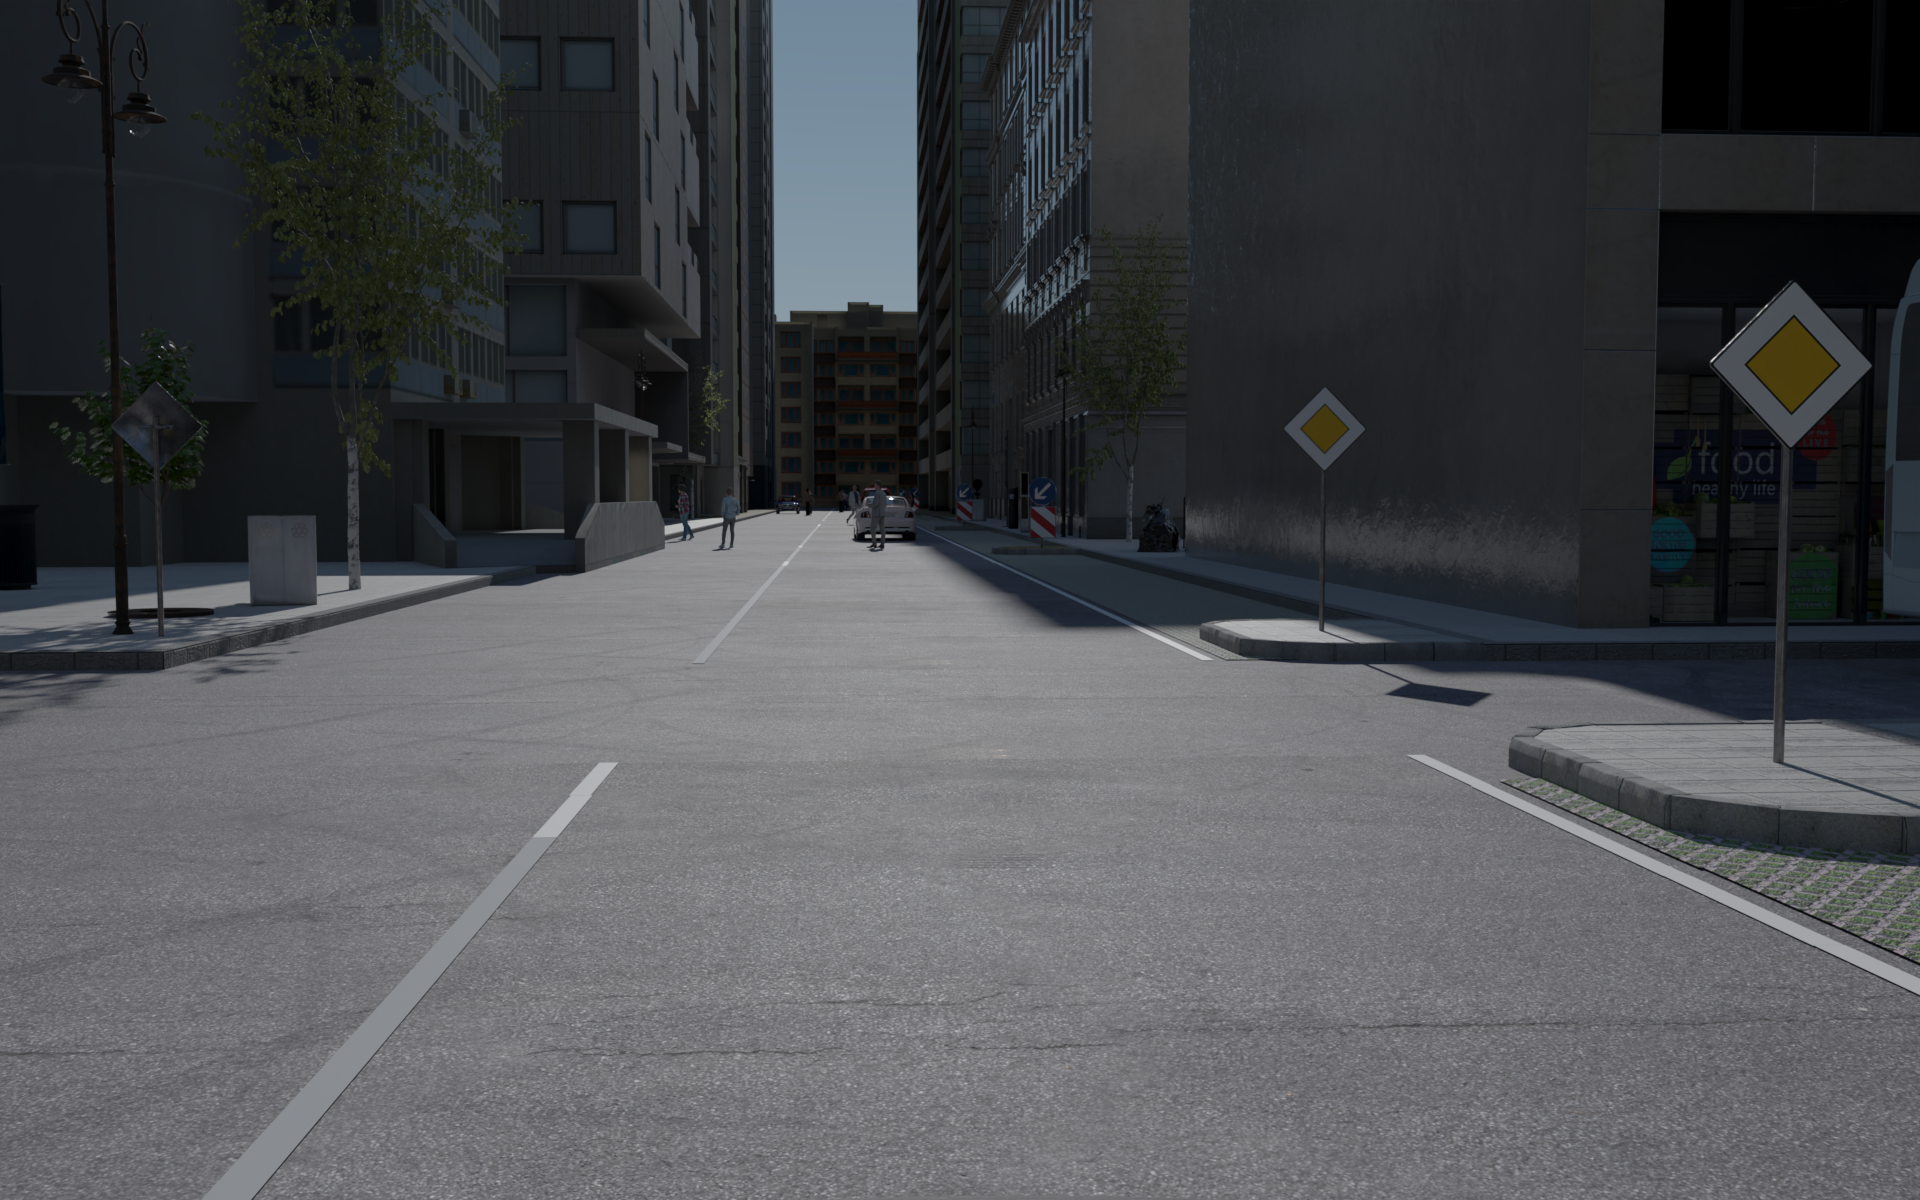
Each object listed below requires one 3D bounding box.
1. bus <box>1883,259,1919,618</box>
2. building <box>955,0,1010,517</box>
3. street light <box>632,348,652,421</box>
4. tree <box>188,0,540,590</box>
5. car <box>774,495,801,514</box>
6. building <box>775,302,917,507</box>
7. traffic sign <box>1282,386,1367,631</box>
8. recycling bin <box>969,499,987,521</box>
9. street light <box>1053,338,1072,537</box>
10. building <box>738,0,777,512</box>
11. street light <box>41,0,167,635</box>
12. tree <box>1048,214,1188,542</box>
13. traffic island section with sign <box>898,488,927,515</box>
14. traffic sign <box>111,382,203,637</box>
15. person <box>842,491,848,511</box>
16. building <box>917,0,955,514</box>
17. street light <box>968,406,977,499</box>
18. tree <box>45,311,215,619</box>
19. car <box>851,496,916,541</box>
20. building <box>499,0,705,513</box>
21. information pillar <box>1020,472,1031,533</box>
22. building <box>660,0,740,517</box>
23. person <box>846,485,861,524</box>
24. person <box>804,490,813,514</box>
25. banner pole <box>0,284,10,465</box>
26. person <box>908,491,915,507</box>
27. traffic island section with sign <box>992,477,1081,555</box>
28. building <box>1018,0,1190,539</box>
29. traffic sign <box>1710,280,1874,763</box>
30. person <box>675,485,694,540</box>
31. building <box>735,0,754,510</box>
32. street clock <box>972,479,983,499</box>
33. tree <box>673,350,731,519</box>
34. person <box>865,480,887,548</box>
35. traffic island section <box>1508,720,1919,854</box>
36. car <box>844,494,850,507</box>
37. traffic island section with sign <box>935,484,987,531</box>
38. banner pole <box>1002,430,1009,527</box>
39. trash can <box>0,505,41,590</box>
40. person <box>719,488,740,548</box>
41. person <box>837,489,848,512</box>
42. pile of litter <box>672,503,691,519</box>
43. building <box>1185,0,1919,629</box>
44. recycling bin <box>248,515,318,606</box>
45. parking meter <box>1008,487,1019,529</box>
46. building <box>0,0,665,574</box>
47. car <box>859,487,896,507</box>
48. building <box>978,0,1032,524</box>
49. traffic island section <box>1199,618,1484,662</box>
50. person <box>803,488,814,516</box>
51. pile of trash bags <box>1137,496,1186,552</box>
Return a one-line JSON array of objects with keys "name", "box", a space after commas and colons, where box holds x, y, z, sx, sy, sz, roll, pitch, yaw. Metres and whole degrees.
[{"name": "bus", "box": [14.007, -1.109, 12.996, 13.247, 3.499, 2.948, 0, 4, -5]}, {"name": "building", "box": [6.615, -25.562, 101.539, 14.154, 41.232, 14.086, 0, 4, -4]}, {"name": "street light", "box": [-10.113, -5.040, 55.184, 0.468, 5.910, 1.993, 0, 4, -4]}, {"name": "tree", "box": [-7.948, -4.454, 23.190, 4.737, 8.622, 4.395, 0, 3, 0]}, {"name": "car", "box": [-12.526, -6.944, 126.110, 1.945, 1.354, 3.894, 0, 4, -6]}, {"name": "building", "box": [-10.168, -20.966, 187.830, 28.899, 21.520, 27.650, 0, 4, -4]}, {"name": "traffic sign", "box": [3.390, -0.767, 16.188, 0.795, 2.450, 0.064, 0, 4, -4]}, {"name": "recycling bin", "box": [0.846, -4.248, 82.005, 0.722, 1.027, 0.722, 1, 4, 13]}, {"name": "street light", "box": [3.086, -4.810, 51.423, 0.468, 5.910, 1.993, 0, 4, -4]}, {"name": "building", "box": [-27.354, -43.821, 154.717, 20.611, 71.187, 20.563, 0, 4, -4]}, {"name": "street light", "box": [-7.664, -2.623, 15.680, 0.468, 5.910, 1.993, 0, 4, -4]}, {"name": "tree", "box": [4.474, -5.855, 46.099, 4.737, 8.622, 4.395, 0, 3, 0]}, {"name": "traffic island section with sign", "box": [-3.235, -6.691, 118.023, 1.989, 1.847, 2.006, 0, 4, -4]}, {"name": "traffic sign", "box": [-7.183, -0.726, 15.520, 0.795, 2.450, 0.064, 0, 4, -4]}, {"name": "person", "box": [-9.939, -8.497, 148.363, 0.756, 1.711, 0.436, 0, 4, -4]}, {"name": "building", "box": [7.601, -31.701, 142.014, 21.300, 48.544, 21.600, 0, 4, -4]}, {"name": "street light", "box": [0.660, -7.226, 90.929, 0.468, 5.910, 1.993, 0, 4, -4]}, {"name": "tree", "box": [-8.442, -1.454, 18.367, 1.663, 3.219, 1.824, 0, 3, 0]}, {"name": "car", "box": [-2.403, -2.597, 54.821, 2.083, 1.381, 4.827, 0, 4, -5]}, {"name": "building", "box": [-24.959, -29.367, 69.391, 28.713, 52.752, 27.495, 0, 4, -4]}, {"name": "information pillar", "box": [2.177, -3.251, 57.641, 0.304, 2.012, 0.304, 1, 4, 12]}, {"name": "building", "box": [-19.929, -25.258, 96.566, 14.154, 41.232, 14.086, 0, 4, -4]}, {"name": "person", "box": [-4.993, -4.469, 81.450, 0.818, 1.842, 0.514, 3, 4, 37]}, {"name": "person", "box": [-10.976, -7.084, 125.119, 0.742, 1.727, 0.445, 1, 4, 20]}, {"name": "banner pole", "box": [-10.225, -1.705, 17.889, 0.401, 3.779, 0.863, 2, 4, 27]}, {"name": "person", "box": [-3.130, -6.214, 111.572, 0.415, 1.643, 0.593, -1, 4, -19]}, {"name": "traffic island section with sign", "box": [1.782, -2.004, 41.394, 1.989, 1.847, 2.006, 0, 4, -4]}, {"name": "building", "box": [7.668, -12.744, 57.515, 9.793, 20.994, 18.267, 0, 4, -4]}, {"name": "traffic sign", "box": [3.911, -0.280, 8.220, 0.795, 2.450, 0.064, 0, 4, -4]}, {"name": "person", "box": [-8.497, -2.703, 53.527, 0.643, 1.720, 0.563, -1, 4, -19]}, {"name": "building", "box": [-23.174, -29.444, 131.514, 14.600, 45.320, 14.200, 0, 4, -4]}, {"name": "street clock", "box": [0.831, -4.821, 83.387, 0.471, 2.002, 0.358, -1, 4, -12]}, {"name": "tree", "box": [-13.811, -8.393, 87.593, 4.360, 8.622, 3.978, 0, 3, 0]}, {"name": "person", "box": [-2.241, -2.290, 46.134, 0.583, 1.804, 0.606, 1, 4, 19]}, {"name": "traffic island section", "box": [3.934, 0.855, 8.299, 2.009, 0.180, 2.903, 0, 4, -4]}, {"name": "car", "box": [-10.225, -9.205, 162.292, 2.131, 1.459, 4.920, 0, 4, -5]}, {"name": "traffic island section with sign", "box": [0.011, -3.649, 68.291, 1.989, 1.847, 2.006, 0, 4, -4]}, {"name": "banner pole", "box": [1.795, -4.712, 67.065, 0.401, 3.779, 0.863, 1, 4, 12]}, {"name": "trash can", "box": [-12.736, -0.708, 23.235, 0.748, 1.137, 0.748, 0, 3, 0]}, {"name": "person", "box": [-6.181, -2.209, 46.422, 0.589, 1.601, 0.330, -2, 4, -26]}, {"name": "person", "box": [-9.278, -7.773, 135.591, 0.705, 1.823, 1.348, 2, 4, 32]}, {"name": "pile of litter", "box": [-14.252, -4.591, 89.027, 1.176, 0.858, 1.719, 1, 4, 16]}, {"name": "building", "box": [22.221, -13.568, 26.357, 34.151, 26.468, 19.350, 0, 4, -4]}, {"name": "recycling bin", "box": [-7.900, -0.467, 20.188, 0.722, 1.027, 0.722, -1, 4, -23]}, {"name": "parking meter", "box": [1.975, -3.399, 63.981, 0.372, 1.533, 0.369, 0, 3, 0]}, {"name": "building", "box": [-23.340, -21.055, 36.127, 32.217, 40.220, 23.993, 0, 4, -4]}, {"name": "car", "box": [-4.887, -5.664, 101.280, 2.281, 1.827, 5.304, 0, 4, -2]}, {"name": "building", "box": [7.941, -17.233, 79.031, 12.463, 27.353, 25.104, 0, 4, -4]}, {"name": "traffic island section", "box": [3.413, 0.368, 16.267, 2.009, 0.180, 2.903, 0, 4, -4]}, {"name": "person", "box": [-10.146, -6.564, 115.835, 0.705, 1.823, 1.348, -2, 4, -35]}, {"name": "pile of trash bags", "box": [5.145, -1.822, 39.543, 1.912, 1.369, 3.447, 1, 4, 16]}]
